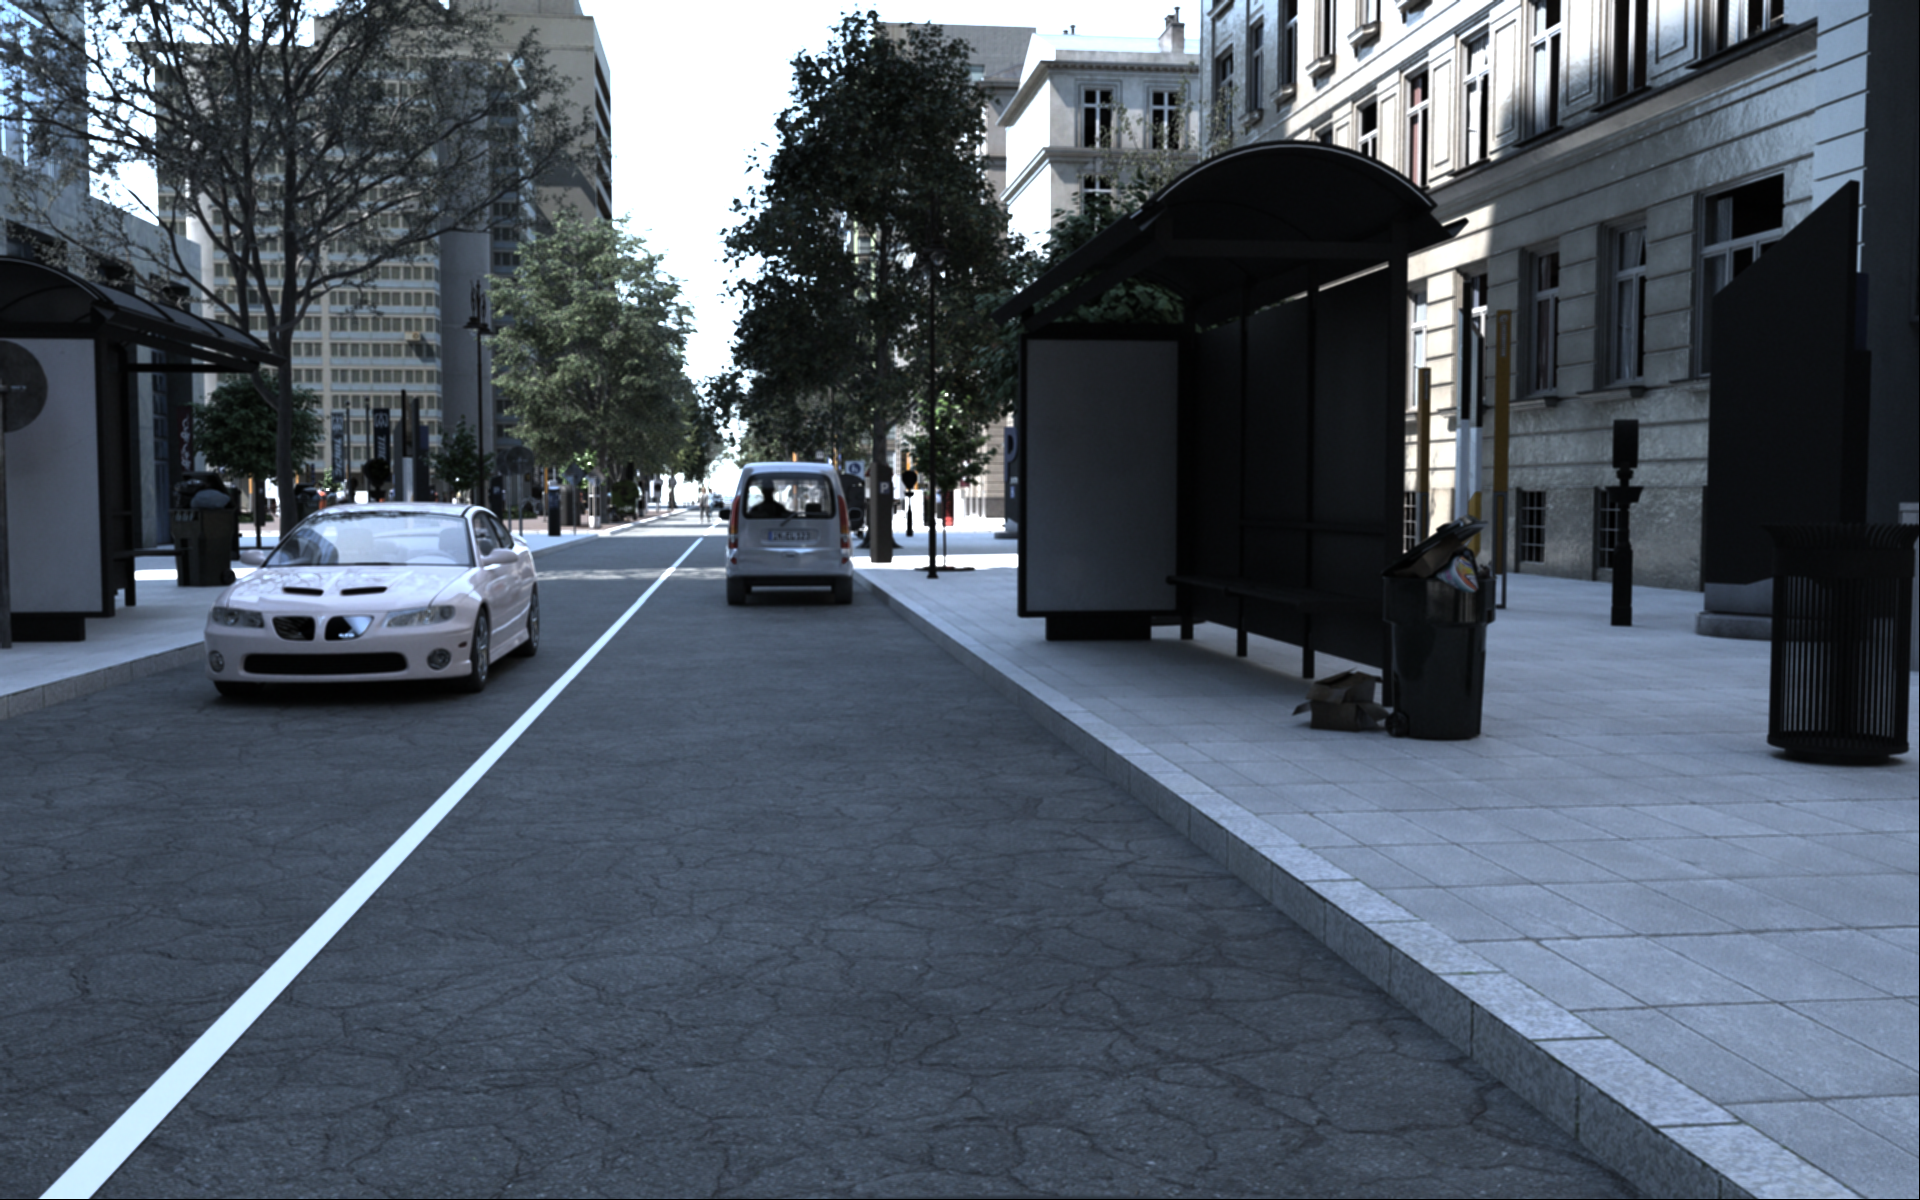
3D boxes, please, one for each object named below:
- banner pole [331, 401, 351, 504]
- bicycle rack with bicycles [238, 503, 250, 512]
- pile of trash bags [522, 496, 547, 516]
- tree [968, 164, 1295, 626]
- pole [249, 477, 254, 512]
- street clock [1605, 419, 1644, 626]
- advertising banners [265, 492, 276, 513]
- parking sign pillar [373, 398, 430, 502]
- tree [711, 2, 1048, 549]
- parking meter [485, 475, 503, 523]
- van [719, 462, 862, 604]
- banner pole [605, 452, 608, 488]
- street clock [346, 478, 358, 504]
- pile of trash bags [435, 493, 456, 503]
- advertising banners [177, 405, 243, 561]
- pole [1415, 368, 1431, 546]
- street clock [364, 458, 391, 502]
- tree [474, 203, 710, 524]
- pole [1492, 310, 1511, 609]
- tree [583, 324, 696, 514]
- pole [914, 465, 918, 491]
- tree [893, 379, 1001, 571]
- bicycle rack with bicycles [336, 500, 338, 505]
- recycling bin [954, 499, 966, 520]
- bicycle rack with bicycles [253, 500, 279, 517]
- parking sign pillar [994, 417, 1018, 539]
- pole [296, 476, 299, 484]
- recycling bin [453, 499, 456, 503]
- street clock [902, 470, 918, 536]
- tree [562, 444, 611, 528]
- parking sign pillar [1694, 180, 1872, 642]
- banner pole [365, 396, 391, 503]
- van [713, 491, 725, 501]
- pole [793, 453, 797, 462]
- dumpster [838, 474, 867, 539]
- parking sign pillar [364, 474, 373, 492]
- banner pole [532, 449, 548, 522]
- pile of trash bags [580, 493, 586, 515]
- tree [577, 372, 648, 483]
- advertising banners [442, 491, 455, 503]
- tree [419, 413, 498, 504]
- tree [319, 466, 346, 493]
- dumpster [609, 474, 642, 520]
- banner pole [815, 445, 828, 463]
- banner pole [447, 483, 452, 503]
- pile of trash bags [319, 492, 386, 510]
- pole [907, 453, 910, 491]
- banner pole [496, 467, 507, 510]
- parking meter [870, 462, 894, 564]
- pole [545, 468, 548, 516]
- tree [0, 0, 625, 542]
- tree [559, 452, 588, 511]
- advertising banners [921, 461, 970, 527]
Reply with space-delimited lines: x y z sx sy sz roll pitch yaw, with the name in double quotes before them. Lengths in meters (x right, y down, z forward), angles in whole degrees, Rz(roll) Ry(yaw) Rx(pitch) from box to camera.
"banner pole" -16.652 -3.469 46.728 0.863 3.779 0.401 2 4 26
"bicycle rack with bicycles" -50.086 -6.801 124.580 2.852 0.926 2.925 -2 4 -29
"pile of trash bags" -24.369 -5.620 101.634 3.447 1.369 1.912 3 4 38
"tree" 1.809 -2.056 17.337 4.285 4.588 4.351 0 3 0
"pole" -43.330 -6.851 105.856 0.158 3.312 0.155 0 3 0
"street clock" 6.465 -0.752 16.872 0.358 2.002 0.471 1 4 20
"advertising banners" -47.637 -7.586 120.218 0.090 3.025 2.074 1 4 21
"parking sign pillar" -15.580 -3.713 49.183 1.447 3.967 1.447 3 5 45
"tree" -1.809 -7.564 40.683 9.611 12.733 9.660 0 3 0
"parking meter" -14.187 -2.886 52.898 0.399 1.863 0.255 -2 4 -27
"van" -2.340 -1.033 23.901 2.013 2.044 4.112 0 4 -5
"banner pole" -17.990 -5.960 87.467 0.401 3.779 0.863 1 4 21
"street clock" -27.006 -4.429 76.984 0.358 2.002 0.471 3 5 40
"pile of trash bags" -31.454 -5.852 105.433 1.912 1.369 3.447 0 4 3
"advertising banners" -14.664 -2.300 33.794 2.074 3.025 0.090 2 4 35
"pole" 7.499 -2.092 28.054 0.158 3.312 0.155 0 3 0
"street clock" -11.833 -1.874 35.206 0.471 2.002 0.358 -3 5 -40
"tree" -15.735 -10.298 75.034 9.857 13.997 8.962 0 3 0
"pole" 6.040 -1.559 19.331 0.158 3.312 0.155 0 3 0
"tree" -20.399 -11.743 110.127 7.486 12.596 7.792 0 3 0
"pole" -2.305 -5.929 90.785 0.158 3.312 0.155 0 3 0
"tree" -0.127 -2.112 29.128 1.663 3.219 1.824 0 3 0
"bicycle rack with bicycles" -37.521 -5.562 104.328 2.925 0.926 2.852 2 4 26
"recycling bin" -0.114 -4.407 84.602 0.722 1.027 0.722 1 4 9
"bicycle rack with bicycles" -38.956 -5.277 99.658 2.925 0.926 2.852 -1 4 -16
"parking sign pillar" 1.698 -3.751 49.805 1.447 3.967 1.447 -1 4 -18
"pole" -47.754 -8.017 124.920 0.158 3.312 0.155 0 3 0
"recycling bin" -28.060 -5.189 97.402 0.722 1.027 0.722 -2 4 -35
"street clock" -1.525 -2.927 52.422 0.471 2.002 0.358 0 4 4
"tree" -14.153 -4.396 66.482 1.663 3.219 1.824 0 3 0
"parking sign pillar" 7.456 -1.660 15.613 1.447 3.967 1.447 -2 4 -32
"banner pole" -14.970 -3.329 44.454 0.863 3.779 0.401 1 4 11
"van" -31.672 -13.415 226.341 2.013 2.044 4.112 0 4 -7
"pole" -8.019 -5.537 84.381 0.158 3.312 0.155 0 3 0
"dumpster" -3.323 -2.688 49.712 1.264 1.857 1.865 0 4 -7
"parking sign pillar" -44.185 -8.669 130.213 1.447 3.967 1.447 2 4 31
"banner pole" -19.440 -5.511 80.121 0.863 3.779 0.401 -3 5 -44
"pile of trash bags" -23.985 -6.022 108.210 3.447 1.369 1.912 -2 4 -31
"tree" -18.029 -8.584 90.704 4.360 8.622 3.978 0 3 0
"advertising banners" -29.208 -6.323 99.568 0.090 3.025 2.074 1 4 14
"tree" -11.835 -2.871 41.548 1.663 3.219 1.824 0 3 0
"tree" -39.269 -6.934 107.968 1.663 3.219 1.824 0 3 0
"dumpster" -16.421 -5.042 84.937 1.502 2.255 1.985 0 4 -7
"banner pole" -6.699 -5.795 84.758 0.863 3.779 0.401 -2 4 -26
"banner pole" -37.321 -8.381 127.043 0.863 3.779 0.401 -2 4 -30
"pile of trash bags" -28.278 -4.297 80.010 3.447 1.369 1.912 1 4 12
"pole" -2.540 -5.599 85.385 0.158 3.312 0.155 0 3 0
"banner pole" -29.868 -7.523 113.021 0.863 3.779 0.401 -2 4 -31
"parking meter" -1.449 -1.614 32.105 0.399 1.863 0.255 -2 4 -32
"pole" -23.836 -6.481 99.809 0.158 3.312 0.155 0 3 0
"tree" -10.426 -7.081 26.151 12.009 13.543 11.850 0 3 0
"tree" -29.267 -9.116 132.762 4.285 4.588 4.351 0 3 0
"advertising banners" -0.497 -4.376 67.733 2.074 3.025 0.090 -1 4 -13
